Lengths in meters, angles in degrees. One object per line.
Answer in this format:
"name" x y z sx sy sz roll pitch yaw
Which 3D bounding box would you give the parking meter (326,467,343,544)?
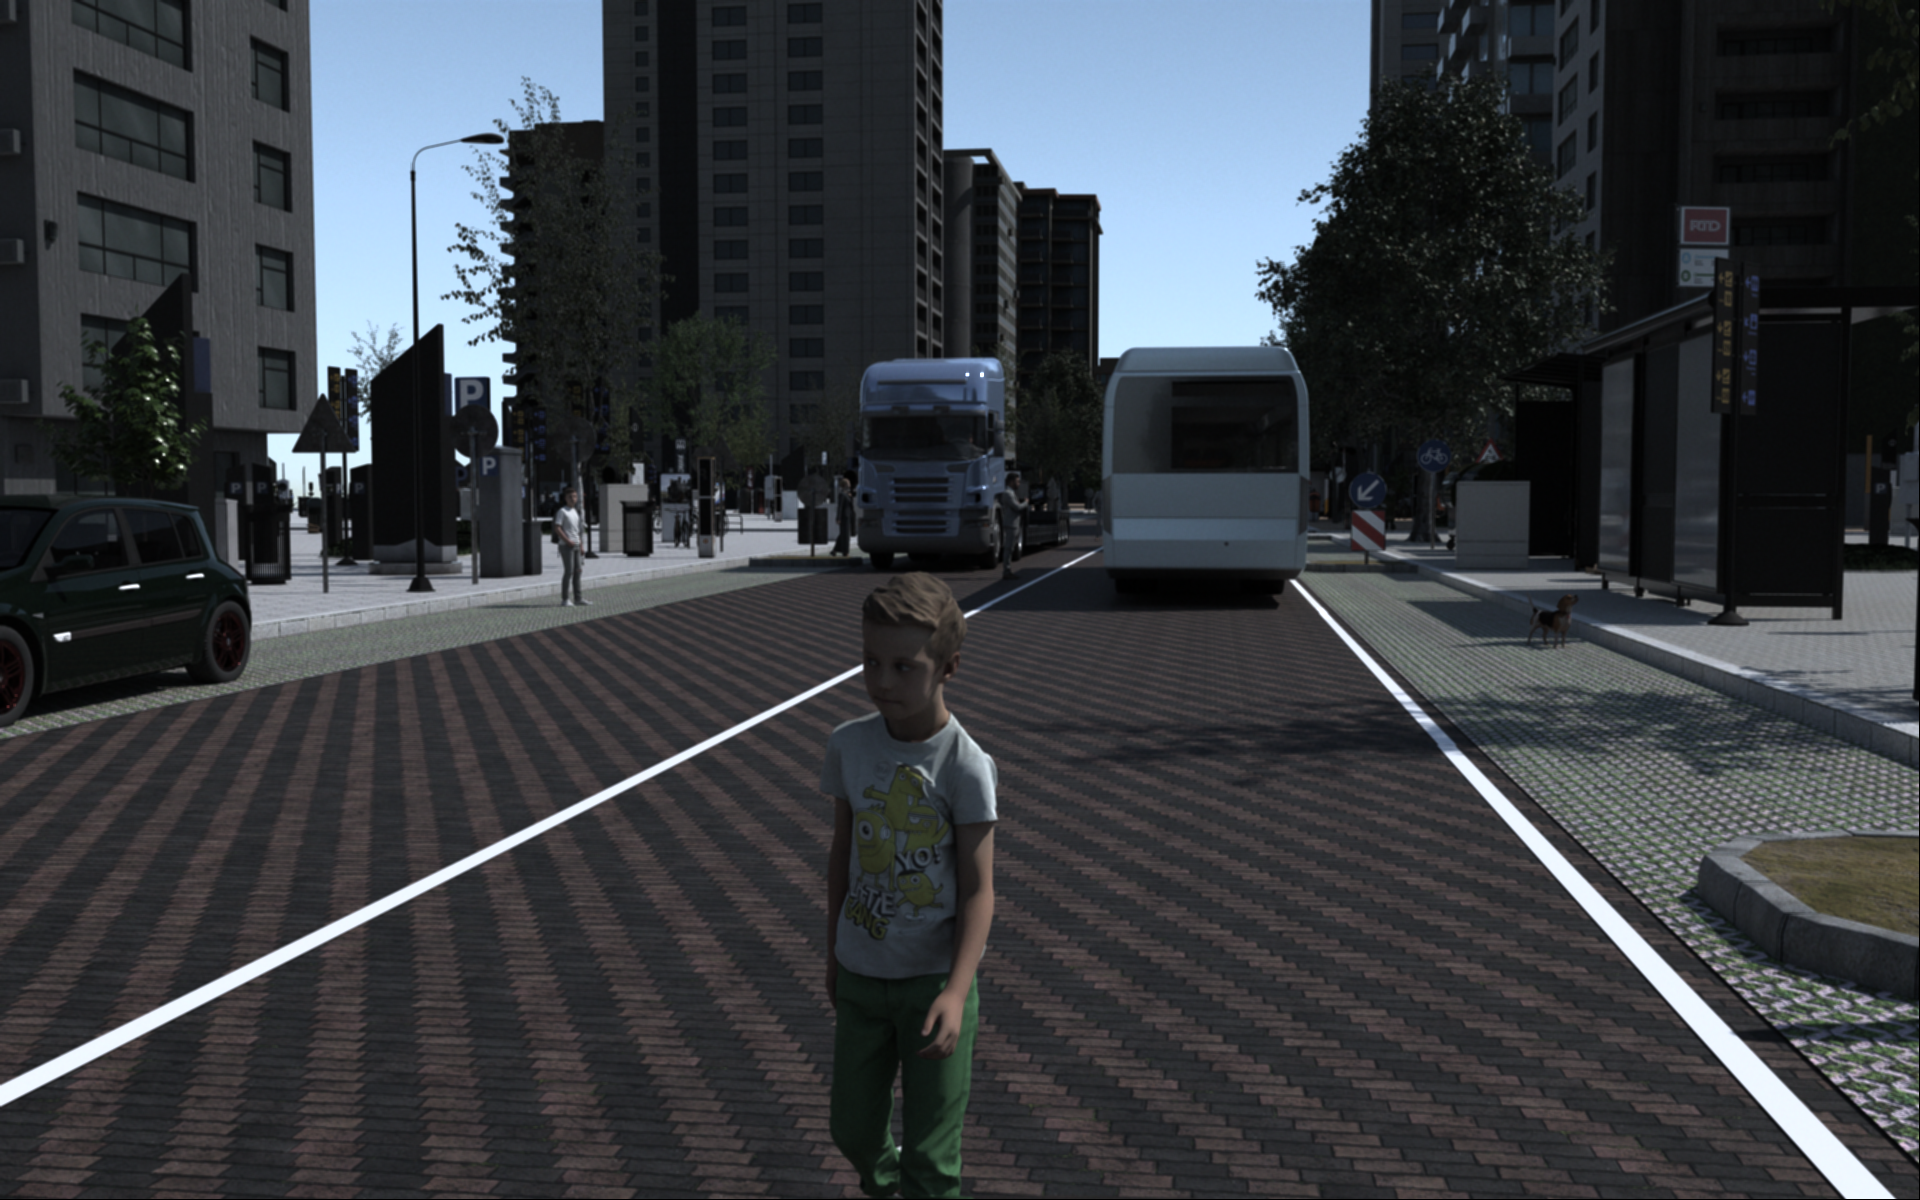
"parking meter" -13.227 -1.886 36.541 0.255 1.863 0.399 0 4 7

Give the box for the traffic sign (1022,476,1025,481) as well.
"traffic sign" 3.780 -6.630 108.411 0.884 2.594 0.081 1 4 17

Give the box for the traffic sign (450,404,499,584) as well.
"traffic sign" -6.901 -1.496 24.574 0.768 2.556 0.104 1 4 15

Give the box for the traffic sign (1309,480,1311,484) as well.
"traffic sign" 18.750 -5.788 94.645 0.884 2.594 0.081 1 4 10

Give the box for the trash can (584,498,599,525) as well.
"trash can" -15.300 -3.691 72.005 0.748 1.137 0.748 0 3 0

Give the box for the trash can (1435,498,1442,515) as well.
"trash can" 28.826 -5.676 104.459 0.748 1.137 0.748 0 3 0

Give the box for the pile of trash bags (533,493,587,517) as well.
"pile of trash bags" -22.518 -5.300 96.409 3.447 1.369 1.912 -1 4 -20

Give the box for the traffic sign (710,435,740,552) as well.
"traffic sign" -5.279 -2.342 38.290 0.884 2.594 0.081 1 4 16

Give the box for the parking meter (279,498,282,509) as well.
"parking meter" -47.929 -6.947 121.999 0.372 1.533 0.369 0 3 0

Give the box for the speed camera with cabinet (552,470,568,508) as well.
"speed camera with cabinet" -32.277 -8.922 140.208 0.660 3.252 2.038 1 4 15

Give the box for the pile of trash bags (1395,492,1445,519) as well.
"pile of trash bags" 24.410 -4.971 91.033 1.912 1.369 3.447 -2 4 -25

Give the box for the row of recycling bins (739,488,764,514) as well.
"row of recycling bins" -12.704 -6.497 113.331 3.534 1.692 1.069 -1 4 -19

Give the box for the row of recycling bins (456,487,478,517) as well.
"row of recycling bins" -28.229 -5.421 95.743 3.534 1.692 1.069 0 4 2

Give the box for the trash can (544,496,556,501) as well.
"trash can" -26.555 -6.153 112.257 0.748 1.137 0.748 0 3 0

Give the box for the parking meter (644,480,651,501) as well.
"parking meter" -12.419 -3.836 68.434 0.399 1.863 0.255 -3 5 -43

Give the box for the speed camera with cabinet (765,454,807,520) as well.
"speed camera with cabinet" -8.731 -5.618 86.197 2.038 3.252 0.660 2 4 31

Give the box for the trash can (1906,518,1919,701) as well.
"trash can" 5.964 0.090 10.179 0.748 1.137 0.748 0 3 0

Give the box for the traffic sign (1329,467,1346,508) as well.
"traffic sign" 17.605 -4.933 80.760 0.768 2.556 0.104 1 4 13

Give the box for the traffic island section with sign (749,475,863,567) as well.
"traffic island section with sign" -3.015 -1.593 34.666 1.989 1.847 2.006 1 4 8

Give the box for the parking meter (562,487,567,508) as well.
"parking meter" -31.391 -8.062 137.519 0.399 1.863 0.255 -3 5 -41

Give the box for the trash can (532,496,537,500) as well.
"trash can" -27.609 -6.116 111.643 0.748 1.137 0.748 0 3 0

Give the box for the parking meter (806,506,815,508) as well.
"parking meter" -7.060 -4.653 81.792 0.399 1.863 0.255 3 5 42

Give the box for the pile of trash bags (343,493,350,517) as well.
"pile of trash bags" -31.807 -4.993 91.381 3.447 1.369 1.912 1 4 10

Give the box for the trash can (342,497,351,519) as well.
"trash can" -30.941 -4.643 87.573 0.748 1.137 0.748 0 3 0

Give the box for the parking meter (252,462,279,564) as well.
"parking meter" -12.804 -1.605 31.953 0.399 1.863 0.255 0 4 1

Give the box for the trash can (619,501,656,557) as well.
"trash can" -6.601 -1.458 35.492 0.748 1.137 0.748 0 3 0

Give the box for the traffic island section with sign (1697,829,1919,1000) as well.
"traffic island section with sign" 3.540 0.190 5.529 1.989 1.847 2.006 1 4 8

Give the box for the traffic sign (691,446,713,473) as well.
"traffic sign" -6.760 -2.802 45.915 0.768 2.556 0.104 1 4 8

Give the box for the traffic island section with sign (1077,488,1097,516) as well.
"traffic island section with sign" 8.672 -6.533 115.436 1.989 1.847 2.006 1 4 8

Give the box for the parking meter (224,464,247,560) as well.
"parking meter" -14.002 -1.699 33.493 0.399 1.863 0.255 -1 4 -21

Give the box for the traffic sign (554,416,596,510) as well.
"traffic sign" -6.304 -1.725 28.314 0.768 2.556 0.104 1 4 16

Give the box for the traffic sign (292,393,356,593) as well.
"traffic sign" -8.222 -1.369 22.382 0.884 2.594 0.081 1 4 9

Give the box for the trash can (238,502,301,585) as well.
"trash can" -9.841 -0.793 24.615 0.748 1.137 0.748 0 3 0

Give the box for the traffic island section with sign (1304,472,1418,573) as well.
"traffic island section with sign" 7.405 -1.442 32.207 1.989 1.847 2.006 1 4 8

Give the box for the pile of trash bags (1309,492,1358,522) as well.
"pile of trash bags" 17.628 -4.246 79.177 3.447 1.369 1.912 1 4 18

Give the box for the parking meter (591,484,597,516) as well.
"parking meter" -21.489 -5.872 101.715 0.255 1.863 0.399 -1 4 -17

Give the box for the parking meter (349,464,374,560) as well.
"parking meter" -11.588 -1.702 33.534 0.399 1.863 0.255 0 4 3

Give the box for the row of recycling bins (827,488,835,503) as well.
"row of recycling bins" -8.236 -6.944 120.641 3.534 1.692 1.069 2 4 33

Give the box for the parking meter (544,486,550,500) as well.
"parking meter" -28.354 -6.922 118.891 0.255 1.863 0.399 -2 4 -34

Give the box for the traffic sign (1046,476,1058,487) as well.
"traffic sign" 6.674 -7.680 125.577 0.884 2.594 0.081 1 4 18

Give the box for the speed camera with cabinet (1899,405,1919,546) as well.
"speed camera with cabinet" 21.609 -2.661 37.838 0.660 3.252 2.038 -1 4 -22

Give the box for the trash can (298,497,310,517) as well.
"trash can" -36.268 -5.146 95.793 0.748 1.137 0.748 0 3 0

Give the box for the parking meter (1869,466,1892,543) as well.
"parking meter" 19.060 -1.844 35.856 0.399 1.863 0.255 2 4 28

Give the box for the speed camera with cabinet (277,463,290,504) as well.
"speed camera with cabinet" -43.546 -7.049 109.580 2.038 3.252 0.660 -1 4 -12

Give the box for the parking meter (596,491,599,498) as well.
"parking meter" -25.629 -6.969 122.346 0.372 1.533 0.369 0 3 0

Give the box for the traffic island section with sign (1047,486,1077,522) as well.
"traffic island section with sign" 4.802 -4.901 88.759 1.989 1.847 2.006 1 4 8
